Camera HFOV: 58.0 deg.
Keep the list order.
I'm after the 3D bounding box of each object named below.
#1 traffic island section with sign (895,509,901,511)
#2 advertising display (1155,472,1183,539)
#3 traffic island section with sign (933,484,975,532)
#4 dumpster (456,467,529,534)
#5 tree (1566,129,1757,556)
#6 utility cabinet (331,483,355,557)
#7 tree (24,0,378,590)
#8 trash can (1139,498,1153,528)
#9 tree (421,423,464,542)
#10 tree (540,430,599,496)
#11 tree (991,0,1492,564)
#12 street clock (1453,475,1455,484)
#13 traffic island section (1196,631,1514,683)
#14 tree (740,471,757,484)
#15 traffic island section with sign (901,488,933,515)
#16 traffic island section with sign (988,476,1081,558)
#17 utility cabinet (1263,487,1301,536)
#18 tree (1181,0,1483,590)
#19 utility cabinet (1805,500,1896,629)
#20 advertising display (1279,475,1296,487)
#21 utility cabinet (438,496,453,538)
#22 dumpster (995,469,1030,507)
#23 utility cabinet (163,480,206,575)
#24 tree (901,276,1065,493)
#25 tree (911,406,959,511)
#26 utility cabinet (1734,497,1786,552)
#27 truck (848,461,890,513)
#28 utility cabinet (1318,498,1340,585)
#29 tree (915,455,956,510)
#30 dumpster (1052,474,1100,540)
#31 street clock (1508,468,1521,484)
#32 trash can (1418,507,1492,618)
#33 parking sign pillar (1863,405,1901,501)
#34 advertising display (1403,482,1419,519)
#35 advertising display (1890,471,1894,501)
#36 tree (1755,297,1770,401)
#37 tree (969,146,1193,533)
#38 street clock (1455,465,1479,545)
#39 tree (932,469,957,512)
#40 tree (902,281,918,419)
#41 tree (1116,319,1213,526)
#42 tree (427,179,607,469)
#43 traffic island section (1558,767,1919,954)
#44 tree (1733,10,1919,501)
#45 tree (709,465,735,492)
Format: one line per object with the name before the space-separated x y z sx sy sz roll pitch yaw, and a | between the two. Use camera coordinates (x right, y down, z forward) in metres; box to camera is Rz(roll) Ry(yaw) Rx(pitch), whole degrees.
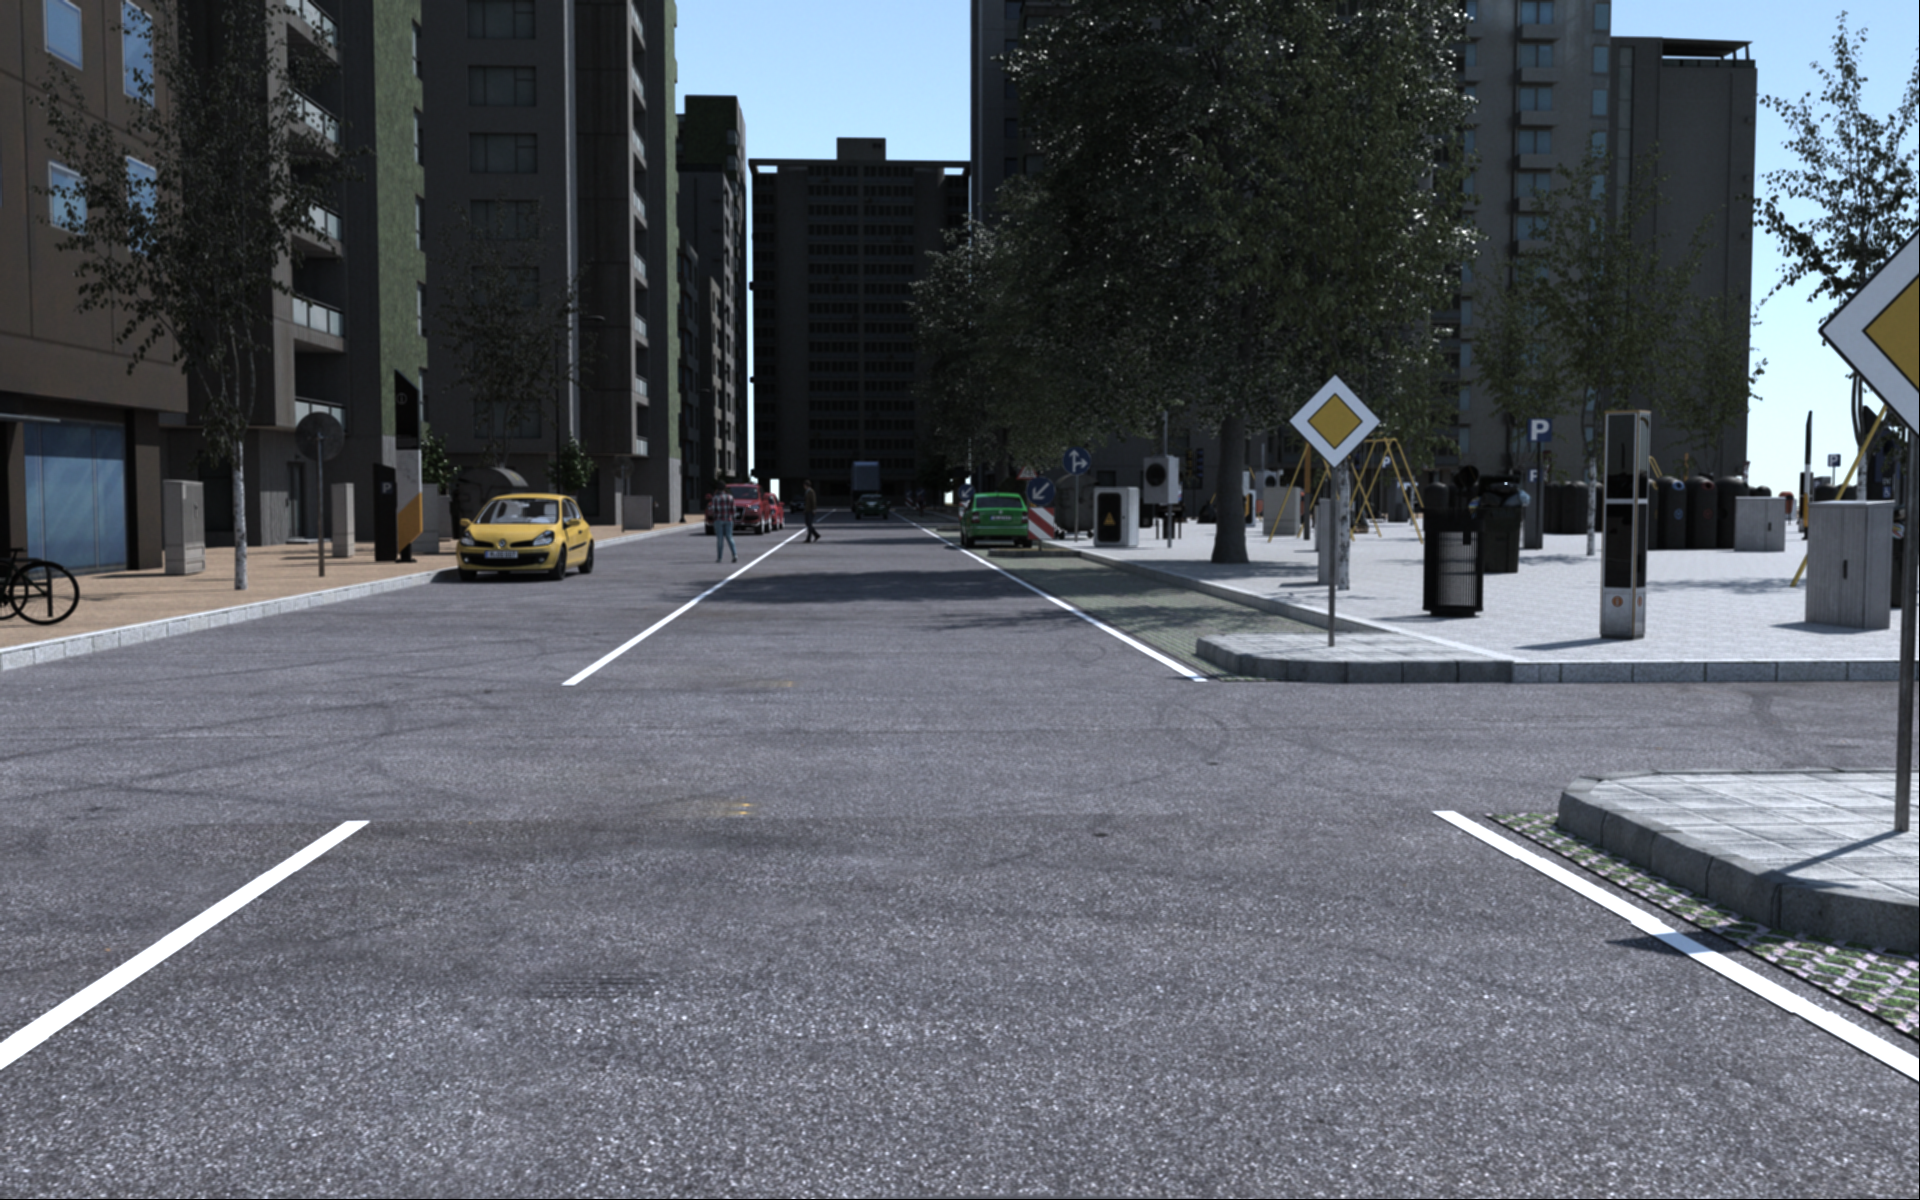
traffic island section with sign | -4.361 -8.233 143.236 1.989 1.847 2.006 0 4 -3
advertising display | 5.965 -2.704 49.432 0.974 1.923 0.123 -2 4 -35
traffic island section with sign | 0.106 -3.550 66.675 1.989 1.847 2.006 0 4 -3
dumpster | -10.224 -1.964 37.872 1.264 1.857 1.865 0 4 -3
tree | 13.423 -5.233 35.924 4.737 8.622 4.395 0 3 0
utility cabinet | -12.577 -1.627 35.278 0.318 1.500 1.173 -1 4 -13
tree | -9.862 -4.436 22.885 4.360 8.622 3.978 0 3 0
trash can | 7.049 -3.320 65.930 0.748 1.137 0.748 0 3 0
tree | -14.258 -3.203 46.974 1.663 3.219 1.824 0 3 0
tree | -11.814 -3.520 52.145 1.663 3.219 1.824 0 3 0
tree | 5.118 -7.660 31.890 9.857 13.997 8.962 0 3 0
street clock | 16.851 -3.290 58.357 0.471 2.002 0.358 0 4 4
traffic island section | 3.145 0.470 14.589 2.009 0.180 2.903 0 4 -3
tree | -17.542 -9.008 141.875 1.663 3.219 1.824 0 3 0
traffic island section with sign | -2.777 -6.578 116.171 1.989 1.847 2.006 0 4 -3
traffic island section with sign | 1.668 -1.904 39.765 1.989 1.847 2.006 0 4 -3
utility cabinet | 9.881 -2.719 53.140 1.173 1.500 0.318 3 5 45
tree | 5.040 -4.426 22.735 4.737 8.622 4.395 0 3 0
utility cabinet | 8.669 -0.352 16.918 0.306 1.237 1.020 0 4 -3
advertising display | 10.946 -3.221 57.870 0.123 1.923 0.974 -1 4 -17
utility cabinet | -15.069 -2.415 50.649 1.020 1.237 0.306 -1 4 -23
dumpster | 2.156 -3.967 67.348 1.502 2.255 1.985 0 4 -3
utility cabinet | -12.382 -1.162 27.681 0.318 1.500 1.173 -1 4 -9
tree | 2.015 -11.036 90.815 12.009 13.543 11.850 0 3 0
tree | -1.539 -11.047 130.984 4.737 8.622 4.395 0 3 0
utility cabinet | 17.946 -1.694 38.860 1.020 1.237 0.306 1 4 20
truck | -7.212 -9.004 136.967 2.967 4.110 18.799 0 4 -5
utility cabinet | 5.311 -0.837 24.847 0.306 1.237 1.020 1 4 13
tree | -1.936 -9.431 137.906 4.285 4.588 4.351 0 3 0
dumpster | 3.332 -2.670 49.405 1.264 1.857 1.865 0 4 -3
street clock | 15.216 -2.631 47.592 0.358 2.002 0.471 0 4 -1
trash can | 5.181 -0.399 18.180 0.748 1.137 0.748 0 3 0
parking sign pillar | 28.148 -3.940 52.891 1.447 3.967 1.447 -2 4 -23
advertising display | 23.255 -5.164 89.651 0.974 1.923 0.123 0 4 -7
advertising display | 26.534 -2.639 48.369 0.974 1.923 0.123 1 4 18
tree | 26.290 -6.751 60.742 4.737 8.622 4.395 0 3 0
tree | 3.970 -8.455 56.371 7.486 12.596 7.792 0 3 0
street clock | 12.829 -2.395 43.728 0.471 2.002 0.358 0 4 8
tree | -0.972 -7.989 125.218 1.663 3.219 1.824 0 3 0
tree | 2.117 -10.540 78.992 9.857 13.997 8.962 0 3 0
tree | 7.927 -7.253 68.947 4.360 8.622 3.978 0 3 0
tree | -10.893 -5.582 41.636 4.360 8.622 3.978 0 3 0
traffic island section | 3.610 0.958 6.617 2.009 0.180 2.903 0 4 -3
tree | 14.366 -4.682 26.908 4.360 8.622 3.978 0 3 0
tree | -15.709 -7.277 113.583 1.663 3.219 1.824 0 3 0
